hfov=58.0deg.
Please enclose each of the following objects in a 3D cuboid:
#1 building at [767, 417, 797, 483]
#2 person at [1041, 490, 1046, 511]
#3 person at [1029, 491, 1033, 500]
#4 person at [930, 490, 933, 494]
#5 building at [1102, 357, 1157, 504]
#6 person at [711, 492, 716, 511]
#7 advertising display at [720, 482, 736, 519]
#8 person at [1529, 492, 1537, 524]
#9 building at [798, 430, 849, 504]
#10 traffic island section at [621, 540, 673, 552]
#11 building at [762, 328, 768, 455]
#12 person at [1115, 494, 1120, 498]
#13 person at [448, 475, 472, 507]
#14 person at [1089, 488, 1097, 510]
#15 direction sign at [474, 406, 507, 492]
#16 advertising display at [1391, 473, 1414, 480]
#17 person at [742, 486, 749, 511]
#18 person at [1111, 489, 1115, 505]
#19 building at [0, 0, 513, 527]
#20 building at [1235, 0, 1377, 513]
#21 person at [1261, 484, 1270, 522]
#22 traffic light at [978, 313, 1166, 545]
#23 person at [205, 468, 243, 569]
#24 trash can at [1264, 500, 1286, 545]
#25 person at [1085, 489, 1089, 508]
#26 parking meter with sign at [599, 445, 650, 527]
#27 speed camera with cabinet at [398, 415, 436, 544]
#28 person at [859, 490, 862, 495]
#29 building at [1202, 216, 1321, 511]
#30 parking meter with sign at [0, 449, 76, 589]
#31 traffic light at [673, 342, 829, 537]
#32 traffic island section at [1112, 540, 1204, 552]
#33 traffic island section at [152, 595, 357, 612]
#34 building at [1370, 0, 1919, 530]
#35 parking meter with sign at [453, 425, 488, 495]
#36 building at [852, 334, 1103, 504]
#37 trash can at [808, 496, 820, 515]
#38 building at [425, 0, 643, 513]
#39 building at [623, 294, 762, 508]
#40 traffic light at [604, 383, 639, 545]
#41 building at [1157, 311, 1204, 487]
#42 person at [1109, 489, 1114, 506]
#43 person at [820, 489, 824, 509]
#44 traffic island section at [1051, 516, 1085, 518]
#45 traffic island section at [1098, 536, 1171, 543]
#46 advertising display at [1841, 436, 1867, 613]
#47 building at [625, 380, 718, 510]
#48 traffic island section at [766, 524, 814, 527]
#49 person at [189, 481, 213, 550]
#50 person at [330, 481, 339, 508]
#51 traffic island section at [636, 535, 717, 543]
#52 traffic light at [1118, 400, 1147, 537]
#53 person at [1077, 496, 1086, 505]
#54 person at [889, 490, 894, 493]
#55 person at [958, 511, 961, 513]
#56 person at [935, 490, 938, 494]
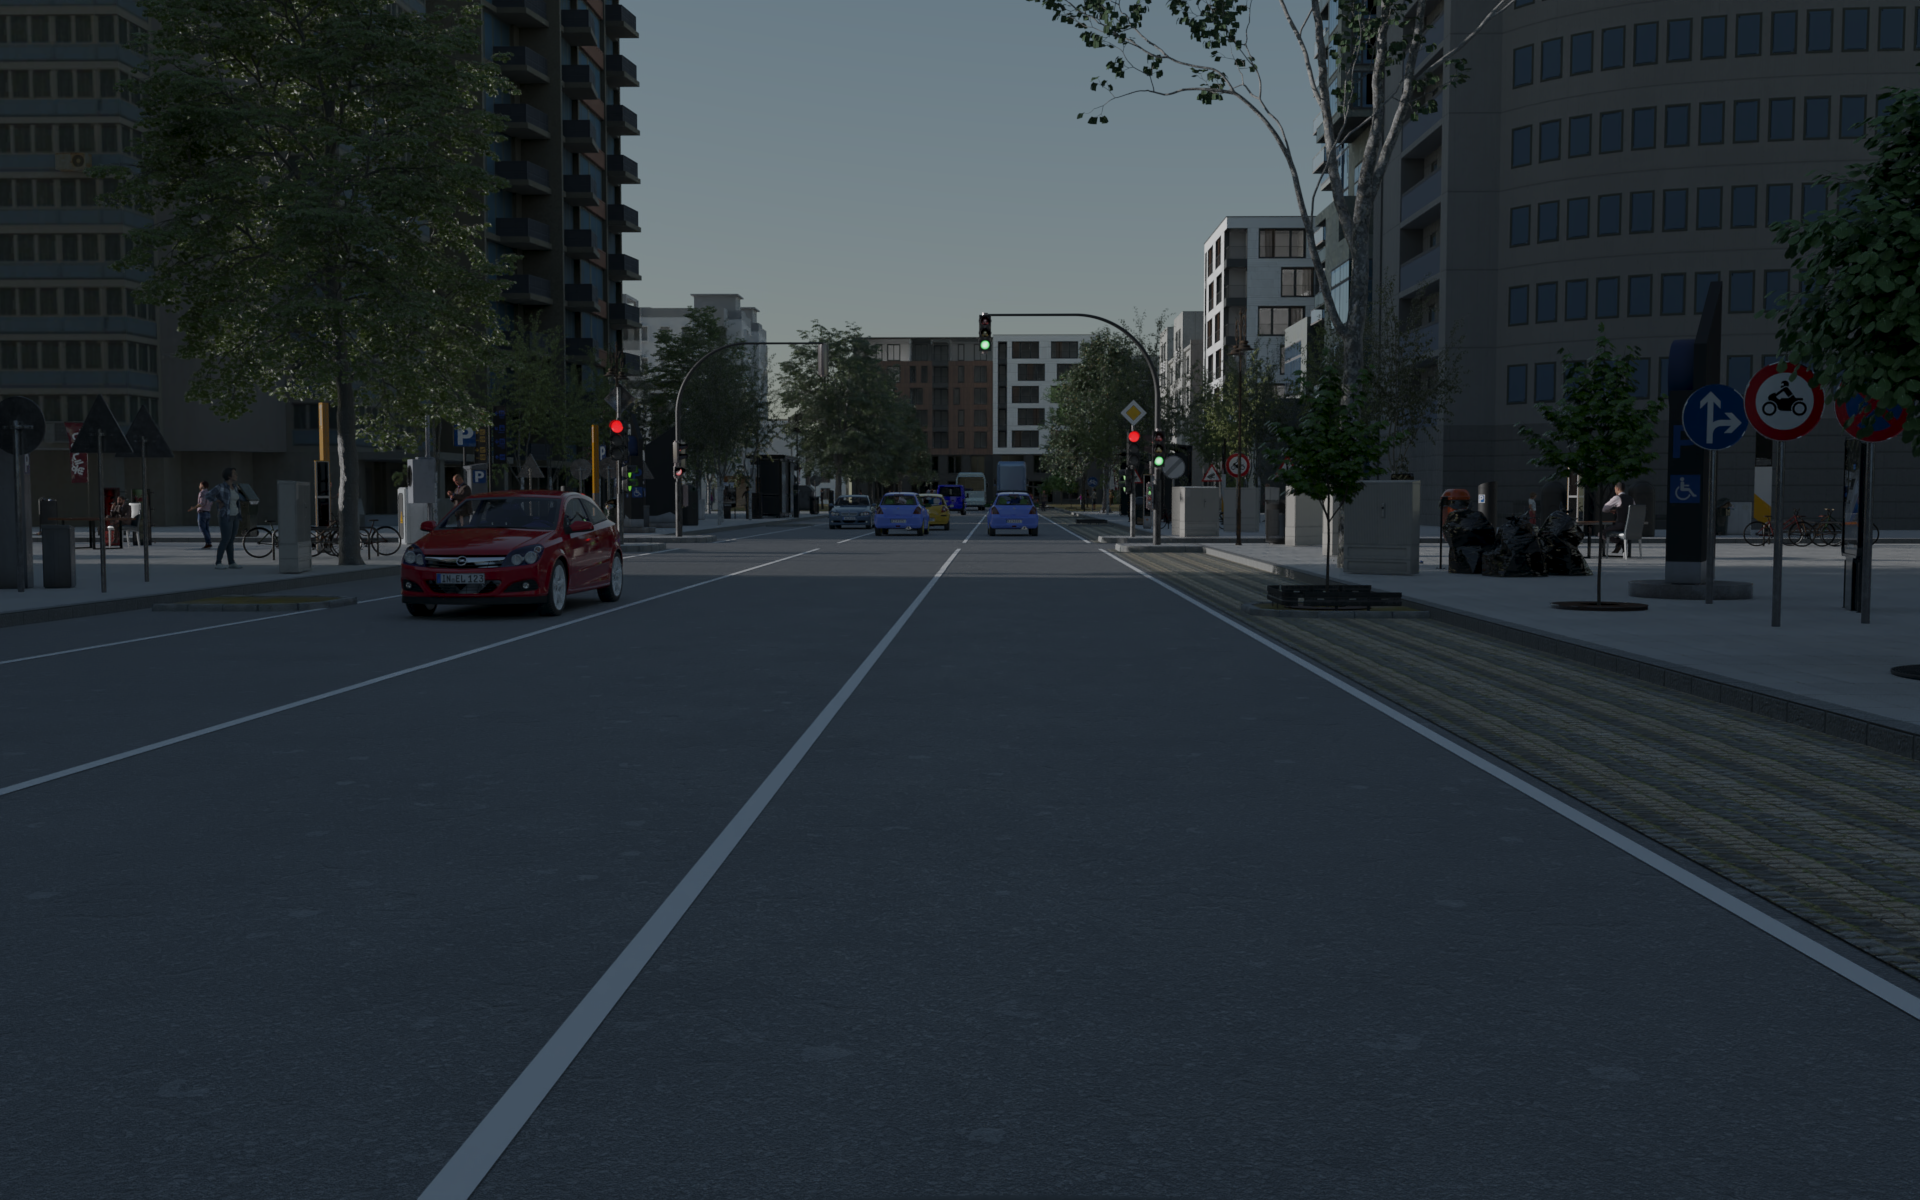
[{"bbox_3d":[-32.503,-15.093,188.921,28.070,9.664,9.099,0,4,1],"label":"building"},{"bbox_3d":[7.008,-8.172,142.635,0.617,1.759,0.750,-3,5,-41],"label":"person"},{"bbox_3d":[7.634,-11.016,189.291,0.721,1.739,1.217,3,4,38],"label":"person"},{"bbox_3d":[-1.331,-4.064,76.809,0.647,1.594,0.662,-1,4,-20],"label":"person"},{"bbox_3d":[34.260,-22.164,228.845,31.486,18.905,16.747,0,4,1],"label":"building"},{"bbox_3d":[-19.316,-7.676,134.769,0.991,1.433,0.599,3,5,41],"label":"person"},{"bbox_3d":[-12.028,-5.153,89.462,0.974,1.923,0.123,-2,4,-29],"label":"advertising display"},{"bbox_3d":[19.585,-3.008,59.129,0.340,1.345,0.435,1,4,14],"label":"person"},{"bbox_3d":[-28.812,-17.446,227.383,28.070,9.664,9.099,0,4,1],"label":"building"},{"bbox_3d":[-8.653,-1.333,44.084,2.009,0.180,2.903,0,4,1],"label":"traffic island section"},{"bbox_3d":[-27.317,-19.374,173.190,16.016,20.091,11.380,0,4,1],"label":"building"},{"bbox_3d":[12.773,-7.951,136.834,1.217,1.735,0.721,-2,4,-30],"label":"person"},{"bbox_3d":[-11.725,-2.072,40.611,0.565,1.739,0.600,1,4,22],"label":"person"},{"bbox_3d":[10.531,-7.963,137.029,0.721,1.735,1.217,2,4,27],"label":"person"},{"bbox_3d":[-12.078,-3.216,44.580,0.876,3.537,0.379,1,4,10],"label":"direction sign"},{"bbox_3d":[13.775,-2.983,53.978,0.123,1.923,0.974,-2,4,-25],"label":"advertising display"},{"bbox_3d":[-15.902,-7.594,129.834,0.705,1.869,1.348,3,5,39],"label":"person"},{"bbox_3d":[17.608,-11.924,200.634,0.705,1.869,1.348,-1,4,-21],"label":"person"},{"bbox_3d":[-37.318,-23.468,75.577,32.217,40.220,23.993,0,4,1],"label":"building"},{"bbox_3d":[30.885,-48.678,108.551,22.319,86.520,31.000,0,4,1],"label":"building"},{"bbox_3d":[14.231,-4.524,80.557,0.434,1.755,0.990,2,4,26],"label":"person"},{"bbox_3d":[2.851,-4.212,43.541,4.771,5.953,1.251,0,4,1],"label":"traffic light"},{"bbox_3d":[-12.568,-1.403,29.706,0.376,1.734,0.841,1,4,15],"label":"person"},{"bbox_3d":[8.109,-1.989,44.174,0.748,1.137,0.748,0,3,0],"label":"trash can"},{"bbox_3d":[12.106,-9.566,163.274,0.721,1.723,1.217,1,4,10],"label":"person"},{"bbox_3d":[-12.141,-4.070,62.800,1.738,3.016,0.543,-3,4,-37],"label":"parking meter with sign"},{"bbox_3d":[-13.825,-3.037,43.996,0.660,3.252,2.038,-2,4,-28],"label":"speed camera with cabinet"},{"bbox_3d":[-10.873,-11.056,187.491,0.721,1.739,1.217,-1,4,-21],"label":"person"},{"bbox_3d":[33.865,-18.321,143.519,27.936,21.610,32.646,0,4,1],"label":"building"},{"bbox_3d":[-12.976,-1.661,23.422,1.738,3.016,0.543,-1,4,-16],"label":"parking meter with sign"},{"bbox_3d":[-6.324,-4.725,51.914,4.771,5.953,1.251,0,4,1],"label":"traffic light"},{"bbox_3d":[4.984,-1.313,43.744,2.009,0.180,2.903,0,4,1],"label":"traffic island section"},{"bbox_3d":[-8.863,0.046,22.112,1.991,0.108,1.994,0,4,1],"label":"traffic island section"},{"bbox_3d":[32.971,-32.304,70.164,28.212,58.520,21.231,0,4,1],"label":"building"},{"bbox_3d":[-12.014,-2.851,42.881,0.543,3.016,1.738,-2,4,-32],"label":"parking meter with sign"},{"bbox_3d":[2.356,-23.959,235.710,32.646,21.610,27.936,0,4,1],"label":"building"},{"bbox_3d":[-9.115,-5.917,108.390,0.748,1.137,0.748,0,3,0],"label":"trash can"},{"bbox_3d":[-31.293,-27.343,101.679,22.147,44.769,28.867,0,4,1],"label":"building"},{"bbox_3d":[-27.532,-18.666,161.613,16.016,20.091,11.380,0,4,1],"label":"building"},{"bbox_3d":[-8.614,-3.366,43.948,0.839,4.253,0.868,0,4,1],"label":"traffic light"},{"bbox_3d":[30.040,-18.915,175.712,16.747,18.905,31.486,0,4,1],"label":"building"},{"bbox_3d":[16.397,-11.238,189.879,0.705,1.812,1.348,-3,5,-44],"label":"person"},{"bbox_3d":[-11.747,-8.537,146.426,0.445,1.727,0.742,-2,4,-33],"label":"person"},{"bbox_3d":[6.467,-4.958,103.924,1.991,0.108,1.994,0,4,1],"label":"traffic island section"},{"bbox_3d":[5.180,-1.801,51.727,2.009,0.180,2.903,0,4,1],"label":"traffic island section"},{"bbox_3d":[9.858,-0.847,19.061,0.123,1.923,0.974,1,4,18],"label":"advertising display"},{"bbox_3d":[-24.269,-12.226,142.047,9.099,9.664,28.070,0,4,1],"label":"building"},{"bbox_3d":[-7.526,-3.316,77.081,1.991,0.108,1.994,0,4,1],"label":"traffic island section"},{"bbox_3d":[-17.530,-1.966,40.148,0.435,1.587,0.963,0,4,-8],"label":"person"},{"bbox_3d":[-22.297,-3.366,61.607,0.750,1.759,0.617,0,4,-8],"label":"person"},{"bbox_3d":[-8.457,-1.822,52.066,2.009,0.180,2.903,0,4,1],"label":"traffic island section"},{"bbox_3d":[5.140,-3.834,51.614,0.839,4.253,0.868,0,4,1],"label":"traffic light"},{"bbox_3d":[14.476,-11.899,206.277,0.991,1.433,0.599,0,4,7],"label":"person"},{"bbox_3d":[-7.273,-10.717,182.074,0.445,1.727,0.742,2,4,33],"label":"person"},{"bbox_3d":[-0.127,-7.353,129.667,0.756,1.711,0.436,-2,4,-25],"label":"person"},{"bbox_3d":[-1.663,-7.207,127.005,0.621,1.740,0.551,-2,4,-30],"label":"person"}]
